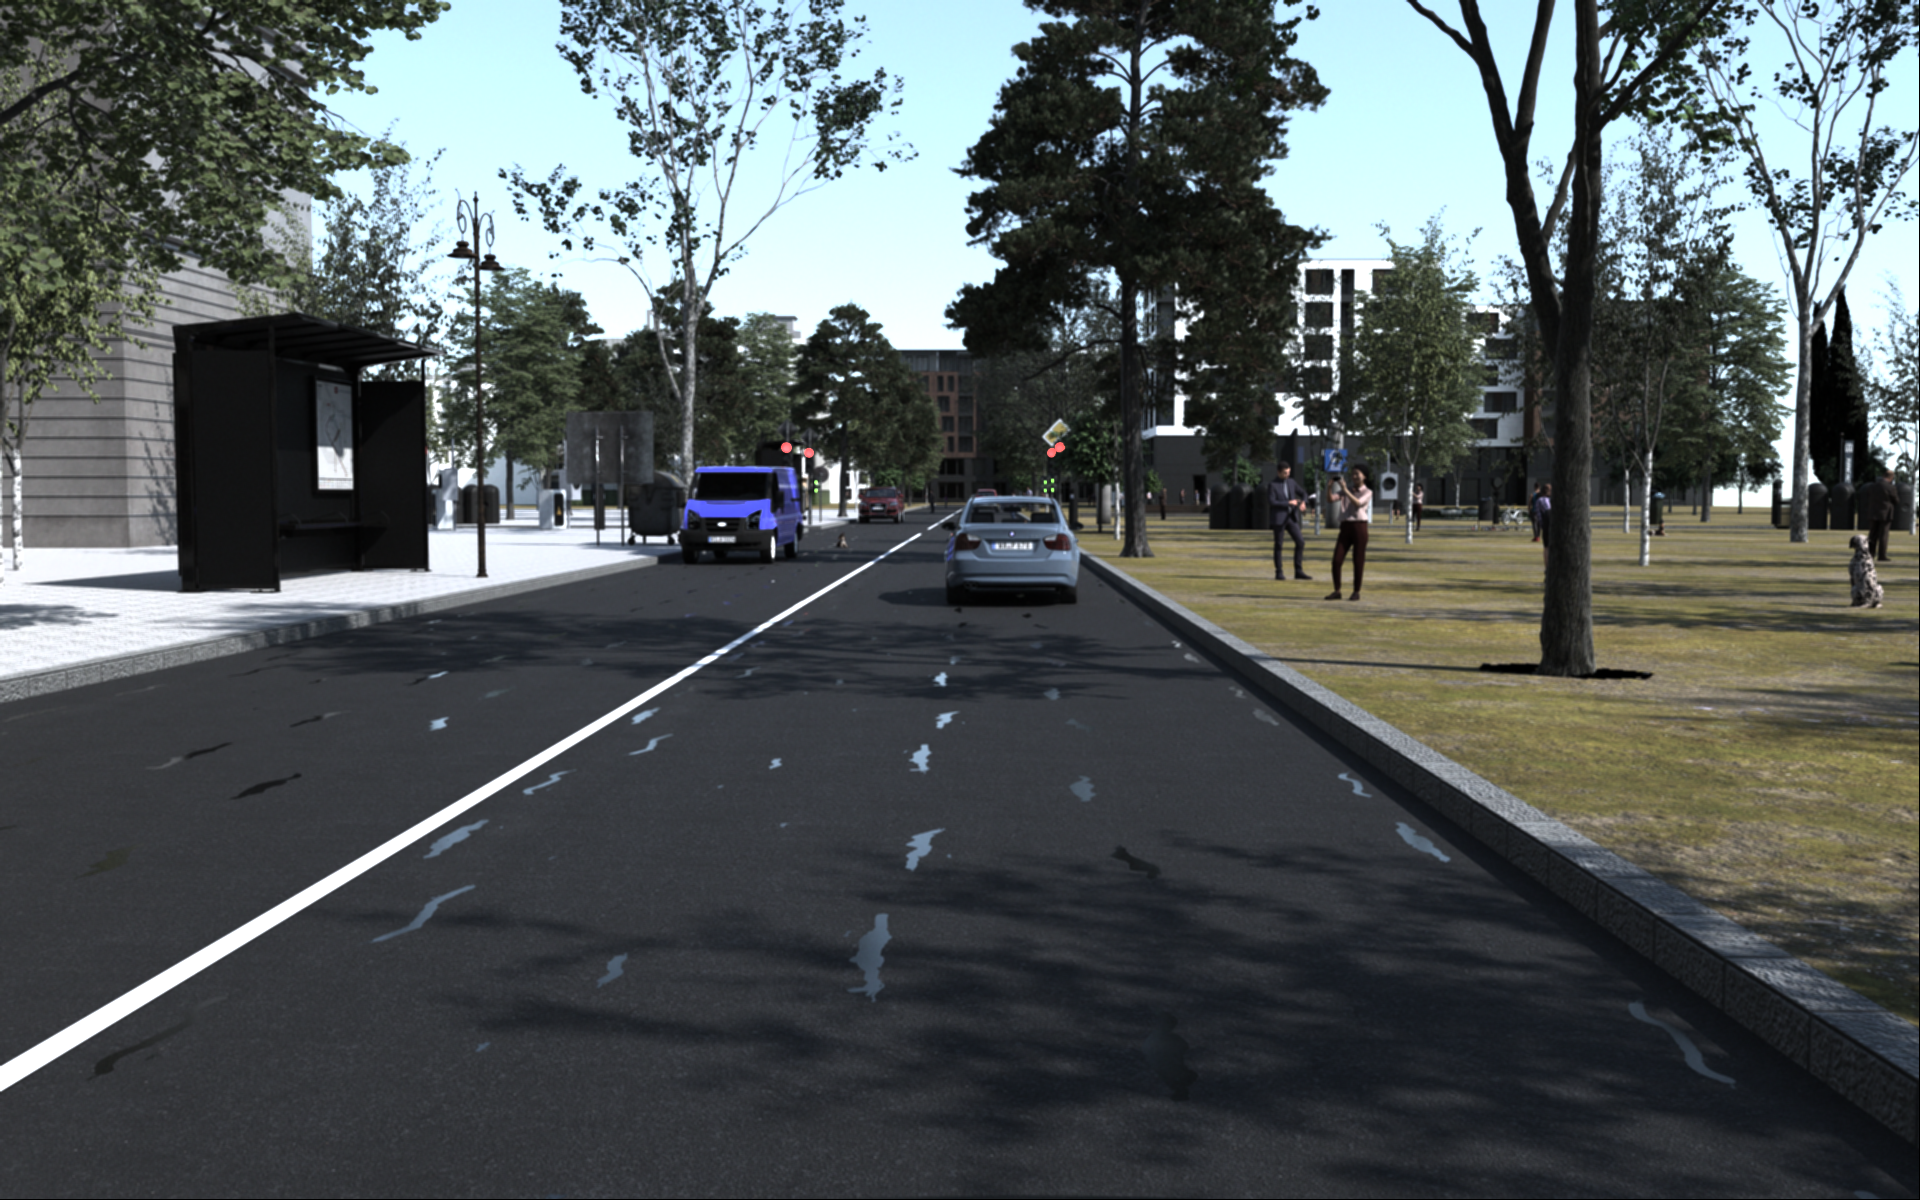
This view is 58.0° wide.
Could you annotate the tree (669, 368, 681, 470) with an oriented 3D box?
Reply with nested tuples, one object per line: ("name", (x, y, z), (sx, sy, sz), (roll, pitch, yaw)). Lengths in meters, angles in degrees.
("tree", (-23.859, -13.549, 128.953), (7.806, 13.903, 7.818), (0, 3, 0))

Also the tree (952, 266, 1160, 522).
("tree", (4.682, -10.422, 80.776), (12.009, 13.543, 11.850), (0, 3, 0))

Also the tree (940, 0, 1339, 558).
("tree", (3.293, -7.800, 34.947), (7.806, 13.903, 7.818), (0, 3, 0))

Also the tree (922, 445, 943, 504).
("tree", (-4.236, -16.628, 222.234), (4.360, 8.622, 3.978), (0, 3, 0))

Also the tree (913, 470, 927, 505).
("tree", (-5.546, -13.862, 210.361), (4.285, 4.588, 4.351), (0, 3, 0))

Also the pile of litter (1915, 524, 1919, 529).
("pile of litter", (35.665, -3.010, 63.173), (1.176, 0.858, 1.719), (-2, 4, -31))

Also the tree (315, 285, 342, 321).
("tree", (-31.405, -9.832, 82.802), (6.751, 12.117, 7.091), (0, 3, 0))

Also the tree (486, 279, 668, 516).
("tree", (-23.065, -11.941, 102.653), (7.806, 13.903, 7.818), (0, 3, 0))

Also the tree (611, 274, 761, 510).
("tree", (-13.228, -9.989, 85.383), (6.751, 12.117, 7.091), (0, 3, 0))

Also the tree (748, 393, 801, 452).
("tree", (-12.567, -10.491, 121.894), (4.737, 8.622, 4.395), (0, 3, 0))

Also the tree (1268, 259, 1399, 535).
("tree", (11.303, -6.340, 54.027), (4.360, 8.622, 3.978), (0, 3, 0))

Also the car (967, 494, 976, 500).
("car", (1.732, -9.213, 162.433), (2.131, 1.459, 4.920), (0, 4, 1))

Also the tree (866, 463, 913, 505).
("tree", (-6.381, -9.988, 147.013), (4.285, 4.588, 4.351), (0, 3, 0))

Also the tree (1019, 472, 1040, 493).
("tree", (5.823, -8.895, 140.040), (1.663, 3.219, 1.824), (0, 3, 0))

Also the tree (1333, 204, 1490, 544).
("tree", (11.681, -5.783, 44.923), (4.737, 8.622, 4.395), (0, 3, 0))

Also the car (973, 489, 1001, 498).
("car", (2.114, -7.814, 136.432), (2.281, 1.827, 5.304), (0, 4, 2))

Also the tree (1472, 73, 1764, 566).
("tree", (12.141, -4.925, 30.887), (4.360, 8.622, 3.978), (0, 3, 0))

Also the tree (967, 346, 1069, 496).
("tree", (6.556, -20.590, 192.527), (12.611, 20.169, 13.585), (0, 3, 0))

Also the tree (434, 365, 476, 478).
("tree", (-28.346, -8.746, 93.364), (4.737, 8.622, 4.395), (0, 3, 0))

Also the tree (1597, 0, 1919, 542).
("tree", (23.483, -11.540, 44.575), (12.611, 20.169, 13.585), (0, 3, 0))

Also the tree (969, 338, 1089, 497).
("tree", (5.308, -13.230, 122.963), (9.857, 13.997, 8.962), (0, 3, 0))

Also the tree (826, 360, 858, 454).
("tree", (-7.015, -13.912, 134.877), (7.806, 13.903, 7.818), (0, 3, 0))

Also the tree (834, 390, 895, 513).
("tree", (-6.850, -10.239, 117.778), (4.737, 8.622, 4.395), (0, 3, 0))

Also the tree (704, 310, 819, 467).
("tree", (-12.019, -11.555, 107.050), (7.486, 12.596, 7.792), (0, 3, 0))

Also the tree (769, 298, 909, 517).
("tree", (-6.519, -10.681, 96.688), (6.751, 12.117, 7.091), (0, 3, 0))

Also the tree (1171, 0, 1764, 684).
("tree", (4.138, -5.272, 11.953), (9.928, 11.665, 9.643), (0, 3, 0))

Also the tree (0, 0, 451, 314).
("tree", (-7.822, -5.833, 13.503), (7.486, 12.596, 7.792), (0, 3, 0))

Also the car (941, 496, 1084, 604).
("car", (0.725, -0.732, 23.971), (2.014, 1.417, 4.499), (0, 4, 2))

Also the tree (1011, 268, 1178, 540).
("tree", (4.198, -6.001, 48.473), (4.360, 8.622, 3.978), (0, 3, 0))

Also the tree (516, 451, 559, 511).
("tree", (-33.022, -11.299, 135.100), (4.737, 8.622, 4.395), (0, 3, 0))

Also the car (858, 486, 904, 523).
("car", (-3.901, -4.748, 86.306), (2.281, 1.827, 5.304), (0, 4, 1))

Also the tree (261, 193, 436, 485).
("tree", (-15.346, -5.579, 41.577), (4.737, 8.622, 4.395), (0, 3, 0))

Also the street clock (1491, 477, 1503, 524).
("street clock", (22.887, -4.238, 73.864), (0.471, 2.002, 0.358), (-1, 4, -16))

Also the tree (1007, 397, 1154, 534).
("tree", (4.665, -4.468, 56.760), (4.285, 4.588, 4.351), (0, 3, 0))

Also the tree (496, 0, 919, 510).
("tree", (-7.658, -12.047, 52.857), (12.611, 20.169, 13.585), (0, 3, 0))

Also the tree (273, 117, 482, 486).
("tree", (-11.740, -5.154, 34.632), (4.360, 8.622, 3.978), (0, 3, 0))

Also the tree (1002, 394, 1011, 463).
("tree", (4.581, -8.798, 94.213), (4.360, 8.622, 3.978), (0, 3, 0))

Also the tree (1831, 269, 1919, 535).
("tree", (29.999, -6.387, 54.783), (4.360, 8.622, 3.978), (0, 3, 0))

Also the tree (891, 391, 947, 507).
("tree", (-4.791, -15.763, 175.856), (7.486, 12.596, 7.792), (0, 3, 0))

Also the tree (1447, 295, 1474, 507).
("tree", (12.932, -5.289, 36.831), (4.360, 8.622, 3.978), (0, 3, 0))

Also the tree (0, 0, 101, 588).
("tree", (-13.081, -4.482, 23.636), (4.737, 8.622, 4.395), (0, 3, 0))
